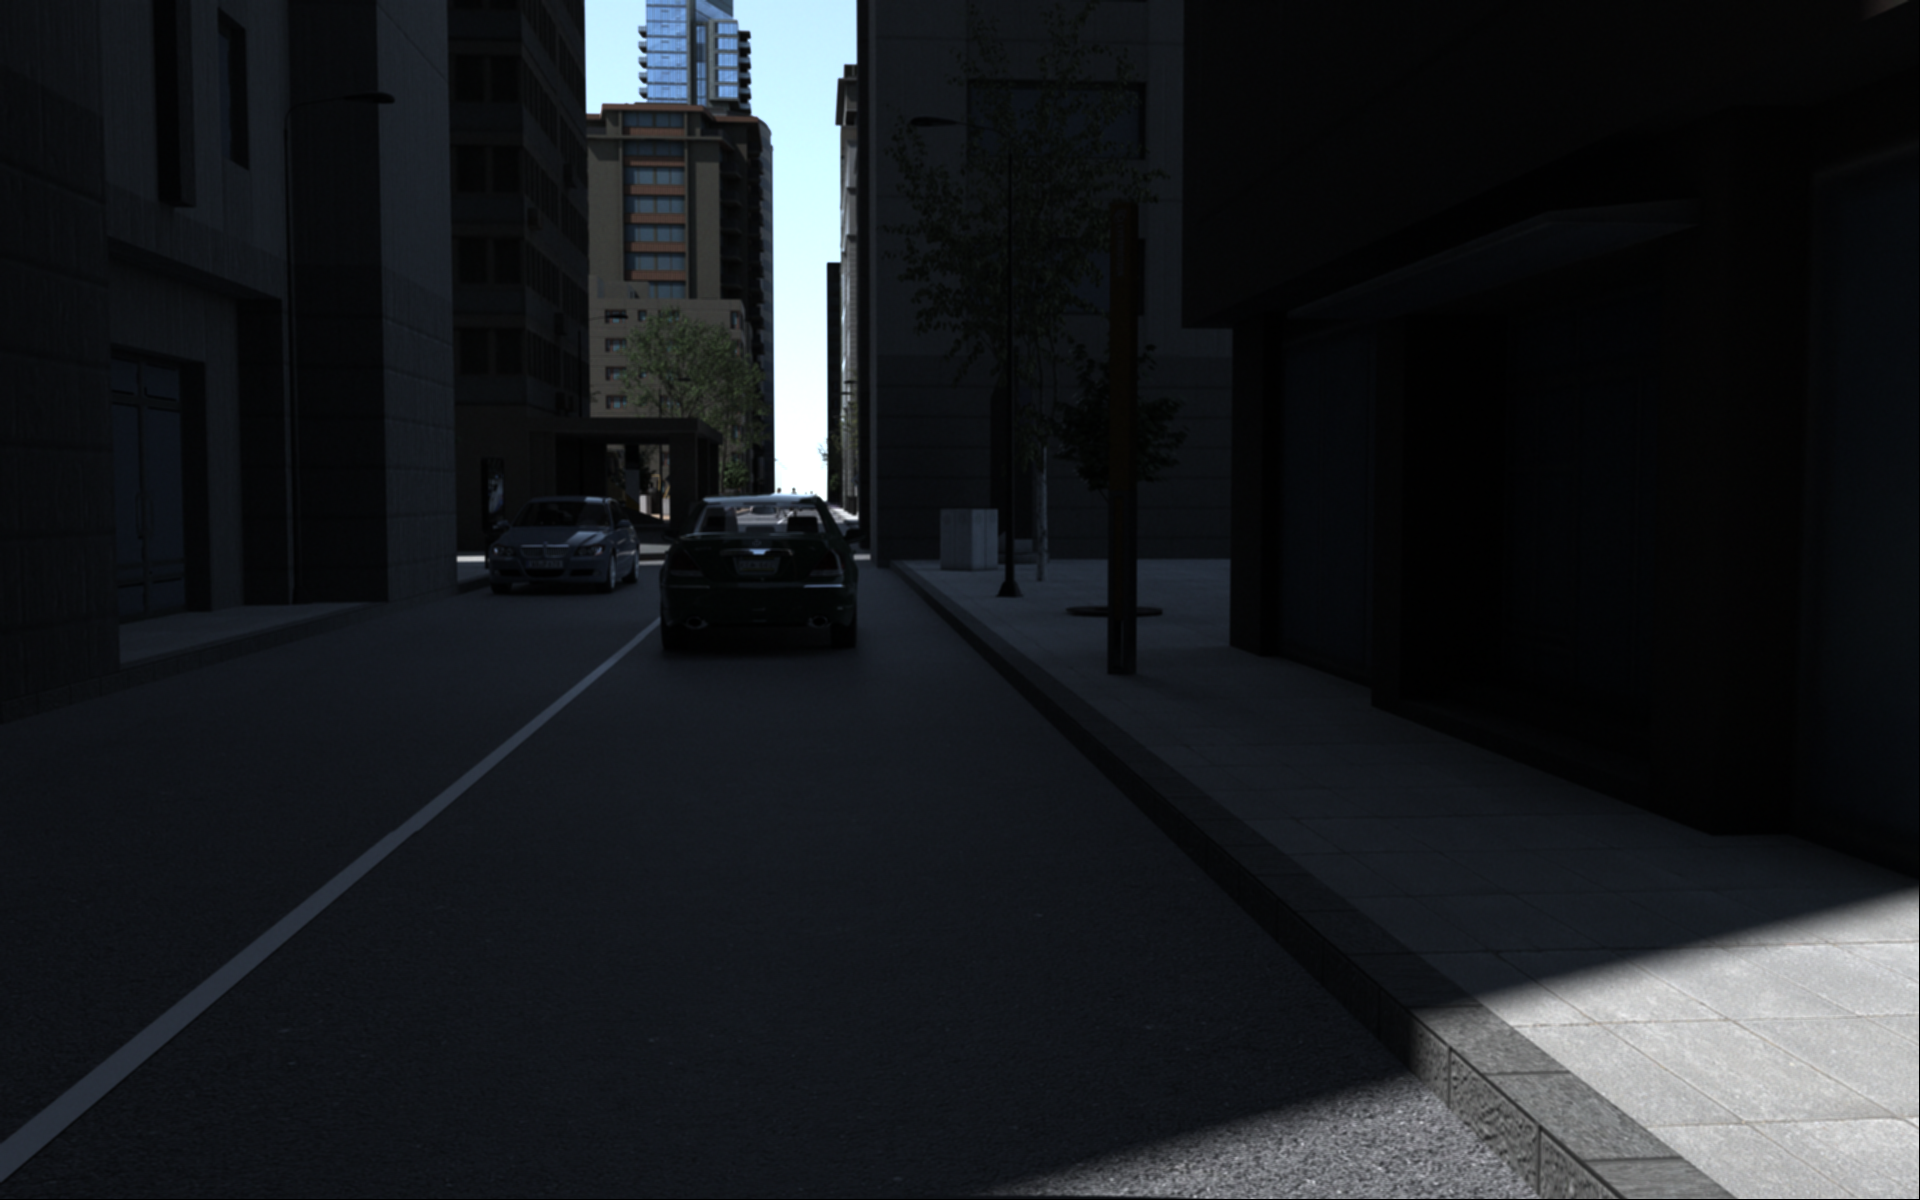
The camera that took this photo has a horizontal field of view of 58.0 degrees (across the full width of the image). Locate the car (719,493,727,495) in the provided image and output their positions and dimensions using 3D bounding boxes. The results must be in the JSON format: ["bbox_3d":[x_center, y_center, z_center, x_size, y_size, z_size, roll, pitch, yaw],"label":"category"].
[{"bbox_3d":[-9.204,-3.373,64.187,2.155,1.783,4.494,0,4,-7],"label":"car"}]

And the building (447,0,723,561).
[{"bbox_3d":[-22.433,-21.424,42.165,32.217,40.220,23.993,0,4,-5],"label":"building"}]

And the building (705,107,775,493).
[{"bbox_3d":[-39.207,-44.135,263.599,21.231,58.520,28.212,0,4,-5],"label":"building"}]

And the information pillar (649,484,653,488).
[{"bbox_3d":[-20.139,-6.612,112.591,0.304,2.012,0.304,3,5,42],"label":"information pillar"}]

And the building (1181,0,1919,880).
[{"bbox_3d":[9.373,-21.838,7.169,14.600,45.320,14.200,0,4,-5],"label":"building"}]

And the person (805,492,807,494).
[{"bbox_3d":[-21.194,-14.065,239.197,0.721,1.736,1.217,1,4,12],"label":"person"}]

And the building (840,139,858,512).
[{"bbox_3d":[-3.819,-22.121,139.177,11.434,29.767,29.804,0,4,-5],"label":"building"}]

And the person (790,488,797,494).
[{"bbox_3d":[-10.297,-6.061,107.557,0.622,1.834,0.822,1,4,9],"label":"person"}]

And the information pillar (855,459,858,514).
[{"bbox_3d":[-6.879,-7.523,114.362,0.183,3.616,0.504,0,4,-7],"label":"information pillar"}]

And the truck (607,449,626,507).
[{"bbox_3d":[-18.085,-4.760,73.750,9.791,3.379,3.469,0,4,-3],"label":"truck"}]

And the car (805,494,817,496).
[{"bbox_3d":[-12.575,-8.111,144.615,2.014,1.417,4.499,0,4,-5],"label":"car"}]

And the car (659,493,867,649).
[{"bbox_3d":[-1.984,-0.349,17.509,2.131,1.459,4.920,0,4,-5],"label":"car"}]

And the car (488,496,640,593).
[{"bbox_3d":[-5.978,-0.889,26.541,2.014,1.417,4.499,0,4,-3],"label":"car"}]

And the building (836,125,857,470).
[{"bbox_3d":[-6.467,-31.322,195.709,14.154,41.232,14.086,0,4,-5],"label":"building"}]

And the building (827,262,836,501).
[{"bbox_3d":[-16.449,-38.074,306.103,14.154,41.232,14.086,0,4,-5],"label":"building"}]

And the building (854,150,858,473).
[{"bbox_3d":[0.549,-19.519,112.650,14.314,27.812,24.014,0,4,-5],"label":"building"}]

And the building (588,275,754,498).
[{"bbox_3d":[-34.401,-19.706,167.235,27.650,21.520,28.899,0,4,-5],"label":"building"}]

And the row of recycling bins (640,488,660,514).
[{"bbox_3d":[-20.394,-6.243,109.191,1.069,1.692,3.534,3,4,37],"label":"row of recycling bins"}]

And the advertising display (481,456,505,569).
[{"bbox_3d":[-8.101,-1.520,30.068,0.123,1.923,0.974,0,4,2],"label":"advertising display"}]

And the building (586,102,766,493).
[{"bbox_3d":[-33.457,-33.132,196.328,22.147,44.769,28.867,0,4,-5],"label":"building"}]

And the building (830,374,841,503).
[{"bbox_3d":[-5.871,-25.672,264.780,27.650,21.520,28.899,0,4,-5],"label":"building"}]

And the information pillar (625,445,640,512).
[{"bbox_3d":[-11.045,-4.105,58.465,0.504,3.616,0.183,-1,4,-14],"label":"information pillar"}]

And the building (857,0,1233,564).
[{"bbox_3d":[7.668,-30.865,46.642,21.231,58.520,28.212,0,4,-5],"label":"building"}]

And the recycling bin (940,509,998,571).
[{"bbox_3d":[0.154,-1.020,29.232,0.722,1.027,0.722,3,5,41],"label":"recycling bin"}]

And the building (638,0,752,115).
[{"bbox_3d":[-42.730,-59.962,293.054,22.319,86.520,31.000,0,4,-5],"label":"building"}]

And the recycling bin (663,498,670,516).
[{"bbox_3d":[-17.478,-5.591,103.967,0.722,1.027,0.722,0,4,3],"label":"recycling bin"}]

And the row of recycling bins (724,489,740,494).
[{"bbox_3d":[-17.829,-7.804,134.702,1.069,1.692,3.534,-1,4,-18],"label":"row of recycling bins"}]

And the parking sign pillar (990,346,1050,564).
[{"bbox_3d":[0.952,-2.677,32.241,1.447,3.967,1.447,-1,4,-16],"label":"parking sign pillar"}]

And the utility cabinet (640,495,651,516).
[{"bbox_3d":[-16.738,-4.946,92.036,0.306,1.237,1.020,-2,4,-34],"label":"utility cabinet"}]

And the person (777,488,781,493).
[{"bbox_3d":[-10.792,-5.835,104.180,0.850,1.792,0.678,0,4,-1],"label":"person"}]

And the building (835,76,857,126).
[{"bbox_3d":[-0.949,-38.374,216.646,28.713,52.752,27.495,0,4,-5],"label":"building"}]

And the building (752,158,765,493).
[{"bbox_3d":[-32.352,-34.745,218.192,14.600,45.320,14.200,0,4,-5],"label":"building"}]

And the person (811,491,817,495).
[{"bbox_3d":[-13.216,-8.983,156.172,0.742,1.727,0.445,0,4,6],"label":"person"}]

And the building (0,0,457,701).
[{"bbox_3d":[-16.399,-28.499,7.954,21.231,58.520,28.212,0,4,-5],"label":"building"}]
